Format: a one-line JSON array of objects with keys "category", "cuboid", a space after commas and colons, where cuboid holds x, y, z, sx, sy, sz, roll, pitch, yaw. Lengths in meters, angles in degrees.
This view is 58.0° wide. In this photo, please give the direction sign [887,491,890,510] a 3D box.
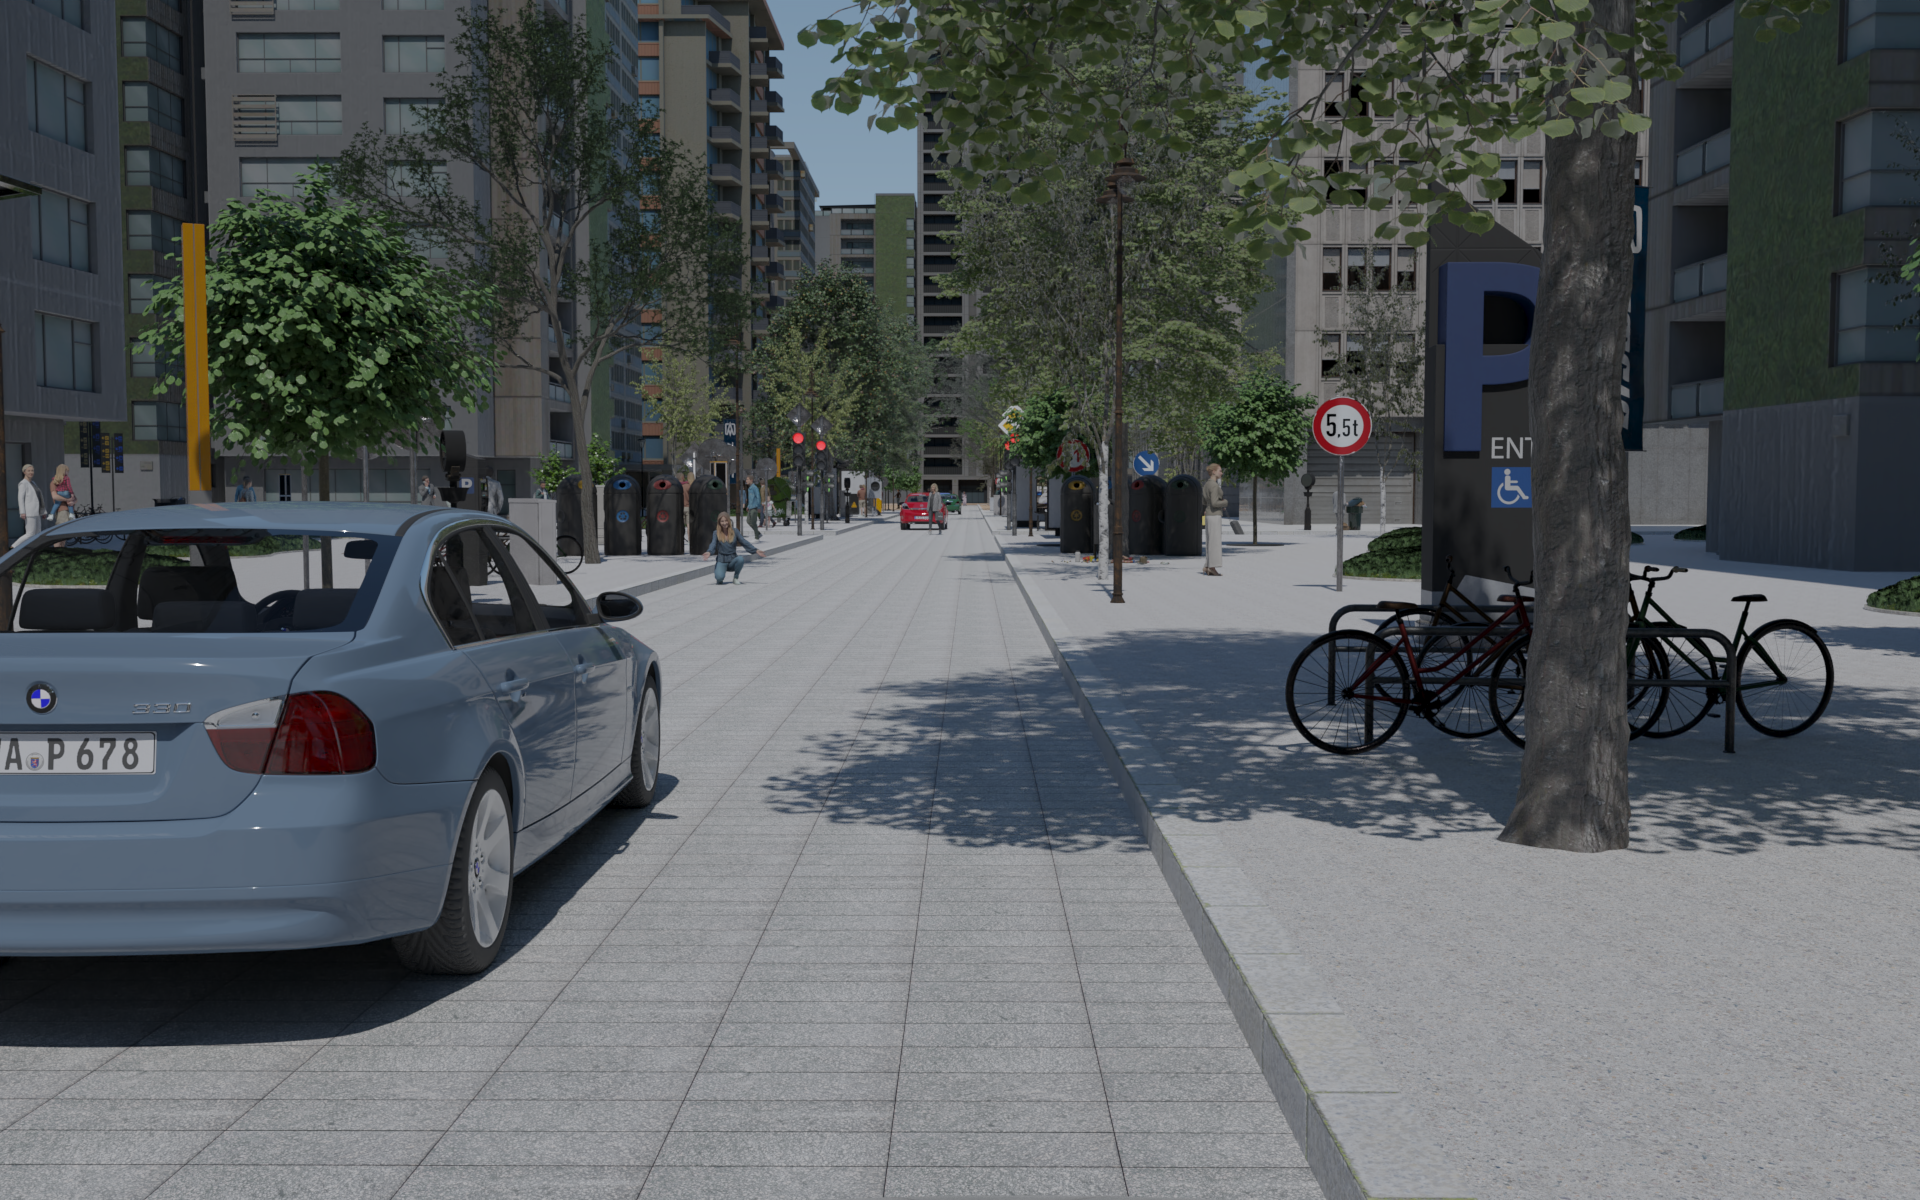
[{"category": "direction sign", "cuboid": [-5.626, -8.844, 136.596, 0.876, 3.537, 0.379, -1, 4, -11]}]

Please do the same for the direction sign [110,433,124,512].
[{"category": "direction sign", "cuboid": [-31.439, -4.421, 64.282, 0.379, 3.537, 0.876, 2, 4, 30]}]

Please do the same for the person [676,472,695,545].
[{"category": "person", "cuboid": [-6.847, -2.287, 43.414, 0.580, 1.828, 0.573, -2, 4, -33]}]

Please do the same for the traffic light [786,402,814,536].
[{"category": "traffic light", "cuboid": [-4.907, -3.925, 53.093, 0.839, 4.253, 0.868, 0, 4, 0]}]

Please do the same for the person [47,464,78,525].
[{"category": "person", "cuboid": [-16.569, -1.589, 31.994, 0.580, 1.828, 0.573, 3, 5, 42]}]

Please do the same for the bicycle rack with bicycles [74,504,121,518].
[{"category": "bicycle rack with bicycles", "cuboid": [-31.499, -2.976, 62.042, 2.925, 0.926, 2.852, 0, 4, -6]}]

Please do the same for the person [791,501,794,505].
[{"category": "person", "cuboid": [-16.124, -9.876, 167.152, 0.705, 1.869, 1.348, 0, 4, -6]}]

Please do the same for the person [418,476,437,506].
[{"category": "person", "cuboid": [-16.349, -2.910, 53.421, 0.447, 1.846, 0.655, 3, 5, 41]}]

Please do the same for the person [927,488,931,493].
[{"category": "person", "cuboid": [-1.995, -6.593, 116.270, 0.580, 1.828, 0.573, 2, 4, 26]}]

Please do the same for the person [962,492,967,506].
[{"category": "person", "cuboid": [0.535, -12.329, 210.746, 0.551, 1.740, 0.621, -1, 4, -19]}]

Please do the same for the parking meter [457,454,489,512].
[{"category": "parking meter", "cuboid": [-6.808, -1.130, 24.185, 0.399, 1.863, 0.255, 1, 4, 12]}]

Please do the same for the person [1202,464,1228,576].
[{"category": "person", "cuboid": [4.007, -1.255, 27.109, 0.362, 1.759, 0.519, -1, 4, -9]}]

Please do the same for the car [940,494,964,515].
[{"category": "car", "cuboid": [-0.805, -6.726, 121.768, 2.131, 1.459, 4.920, 0, 3, 0]}]

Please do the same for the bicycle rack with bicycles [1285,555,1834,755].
[{"category": "bicycle rack with bicycles", "cuboid": [3.181, 0.245, 9.384, 2.925, 0.926, 2.852, 0, 4, 7]}]

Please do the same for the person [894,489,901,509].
[{"category": "person", "cuboid": [-5.399, -8.734, 149.663, 0.721, 1.723, 1.217, 2, 4, 27]}]

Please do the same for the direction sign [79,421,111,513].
[{"category": "direction sign", "cuboid": [-25.653, -3.618, 51.152, 0.876, 3.537, 0.379, 2, 4, 26]}]

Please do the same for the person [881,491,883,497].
[{"category": "person", "cuboid": [-7.029, -8.987, 152.935, 0.705, 1.831, 1.348, 1, 4, 12]}]

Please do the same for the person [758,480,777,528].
[{"category": "person", "cuboid": [-7.429, -3.686, 66.221, 0.836, 1.842, 0.656, -1, 4, -12]}]

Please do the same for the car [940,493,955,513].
[{"category": "car", "cuboid": [-1.263, -7.568, 133.332, 1.945, 1.707, 3.694, 0, 4, -2]}]

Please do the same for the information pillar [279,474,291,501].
[{"category": "information pillar", "cuboid": [-24.786, -3.617, 63.627, 0.304, 2.012, 0.304, 1, 4, 16]}]

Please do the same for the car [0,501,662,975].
[{"category": "car", "cuboid": [-2.274, 0.340, 6.450, 2.014, 1.417, 4.499, 0, 4, 0]}]

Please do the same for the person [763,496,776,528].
[{"category": "person", "cuboid": [-7.211, -3.328, 65.478, 0.505, 1.210, 0.382, -1, 4, -11]}]

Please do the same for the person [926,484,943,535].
[{"category": "person", "cuboid": [-0.832, -3.189, 60.815, 0.709, 1.800, 0.728, 3, 4, 36]}]

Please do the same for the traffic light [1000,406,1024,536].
[{"category": "traffic light", "cuboid": [1.654, -3.923, 53.066, 0.839, 4.253, 0.868, 0, 4, 0]}]

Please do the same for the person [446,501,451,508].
[{"category": "person", "cuboid": [-14.003, -2.522, 47.763, 0.515, 1.767, 0.782, 0, 4, 7]}]

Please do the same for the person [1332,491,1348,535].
[{"category": "person", "cuboid": [12.289, -2.876, 55.727, 0.583, 1.804, 0.606, -2, 4, -31]}]

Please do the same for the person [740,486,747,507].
[{"category": "person", "cuboid": [-14.932, -6.893, 118.773, 0.581, 1.822, 0.654, 1, 4, 11]}]

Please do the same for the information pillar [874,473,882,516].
[{"category": "information pillar", "cuboid": [-4.858, -6.780, 102.200, 0.504, 3.616, 0.183, -1, 4, -22]}]

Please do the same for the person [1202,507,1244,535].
[{"category": "person", "cuboid": [8.625, -2.944, 56.846, 1.509, 1.804, 0.699, -1, 4, -12]}]

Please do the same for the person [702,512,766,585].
[{"category": "person", "cuboid": [-3.584, -0.821, 27.424, 1.012, 1.151, 0.738, -1, 4, -11]}]

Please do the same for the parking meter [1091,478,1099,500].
[{"category": "parking meter", "cuboid": [3.719, -2.513, 46.806, 0.255, 1.863, 0.399, -1, 4, -17]}]

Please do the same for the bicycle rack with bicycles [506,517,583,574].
[{"category": "bicycle rack with bicycles", "cuboid": [-7.463, -0.860, 27.450, 2.925, 0.926, 2.852, -1, 4, -16]}]

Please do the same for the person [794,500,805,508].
[{"category": "person", "cuboid": [-10.379, -6.097, 111.223, 0.738, 1.151, 1.012, -3, 5, -44]}]

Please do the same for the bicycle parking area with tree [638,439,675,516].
[{"category": "bicycle parking area with tree", "cuboid": [-19.032, -6.306, 90.110, 8.231, 4.147, 9.016, 1, 4, 16]}]

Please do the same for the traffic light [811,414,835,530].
[{"category": "traffic light", "cuboid": [-4.854, -4.413, 61.078, 0.839, 4.253, 0.868, 0, 4, 0]}]

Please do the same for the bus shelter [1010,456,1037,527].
[{"category": "bus shelter", "cuboid": [2.665, -4.305, 64.313, 2.014, 3.302, 5.546, 0, 4, 1]}]

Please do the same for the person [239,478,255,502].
[{"category": "person", "cuboid": [-18.596, -2.336, 45.248, 0.512, 1.701, 0.522, 2, 4, 28]}]

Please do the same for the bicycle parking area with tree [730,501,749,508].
[{"category": "bicycle parking area with tree", "cuboid": [-19.015, -8.387, 124.136, 9.016, 4.147, 8.231, 2, 4, 35]}]

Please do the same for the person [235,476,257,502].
[{"category": "person", "cuboid": [-22.127, -2.924, 53.718, 0.638, 1.841, 0.748, 0, 4, -5]}]

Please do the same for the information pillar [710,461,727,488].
[{"category": "information pillar", "cuboid": [-5.444, -2.117, 39.101, 0.304, 2.012, 0.304, -2, 4, -28]}]

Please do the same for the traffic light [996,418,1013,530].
[{"category": "traffic light", "cuboid": [1.707, -4.412, 61.051, 0.839, 4.253, 0.868, 0, 4, 0]}]

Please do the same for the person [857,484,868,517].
[{"category": "person", "cuboid": [-5.400, -5.515, 96.180, 0.573, 1.828, 0.580, 1, 4, 15]}]

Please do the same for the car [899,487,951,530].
[{"category": "car", "cuboid": [-1.440, -3.747, 70.296, 2.155, 1.783, 4.494, 0, 4, 2]}]

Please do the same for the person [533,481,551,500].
[{"category": "person", "cuboid": [-15.406, -3.521, 63.966, 0.721, 1.781, 0.623, 1, 4, 18]}]

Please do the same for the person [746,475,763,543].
[{"category": "person", "cuboid": [-5.448, -2.419, 45.934, 0.444, 1.785, 0.601, -1, 4, -12]}]

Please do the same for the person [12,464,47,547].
[{"category": "person", "cuboid": [-17.635, -1.640, 32.735, 0.818, 1.842, 0.514, -2, 4, -26]}]

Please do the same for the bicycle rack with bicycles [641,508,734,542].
[{"category": "bicycle rack with bicycles", "cuboid": [-7.375, -2.037, 46.691, 2.852, 0.926, 2.925, -3, 5, -43]}]

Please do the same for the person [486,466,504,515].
[{"category": "person", "cuboid": [-9.337, -1.730, 34.167, 0.661, 1.843, 0.795, 0, 4, -3]}]

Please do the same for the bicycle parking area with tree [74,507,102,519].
[{"category": "bicycle parking area with tree", "cuboid": [-25.902, -3.572, 45.411, 9.016, 4.147, 8.231, 0, 4, 5]}]

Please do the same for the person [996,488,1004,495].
[{"category": "person", "cuboid": [2.627, -6.827, 117.645, 0.794, 1.824, 0.713, -1, 4, -13]}]
